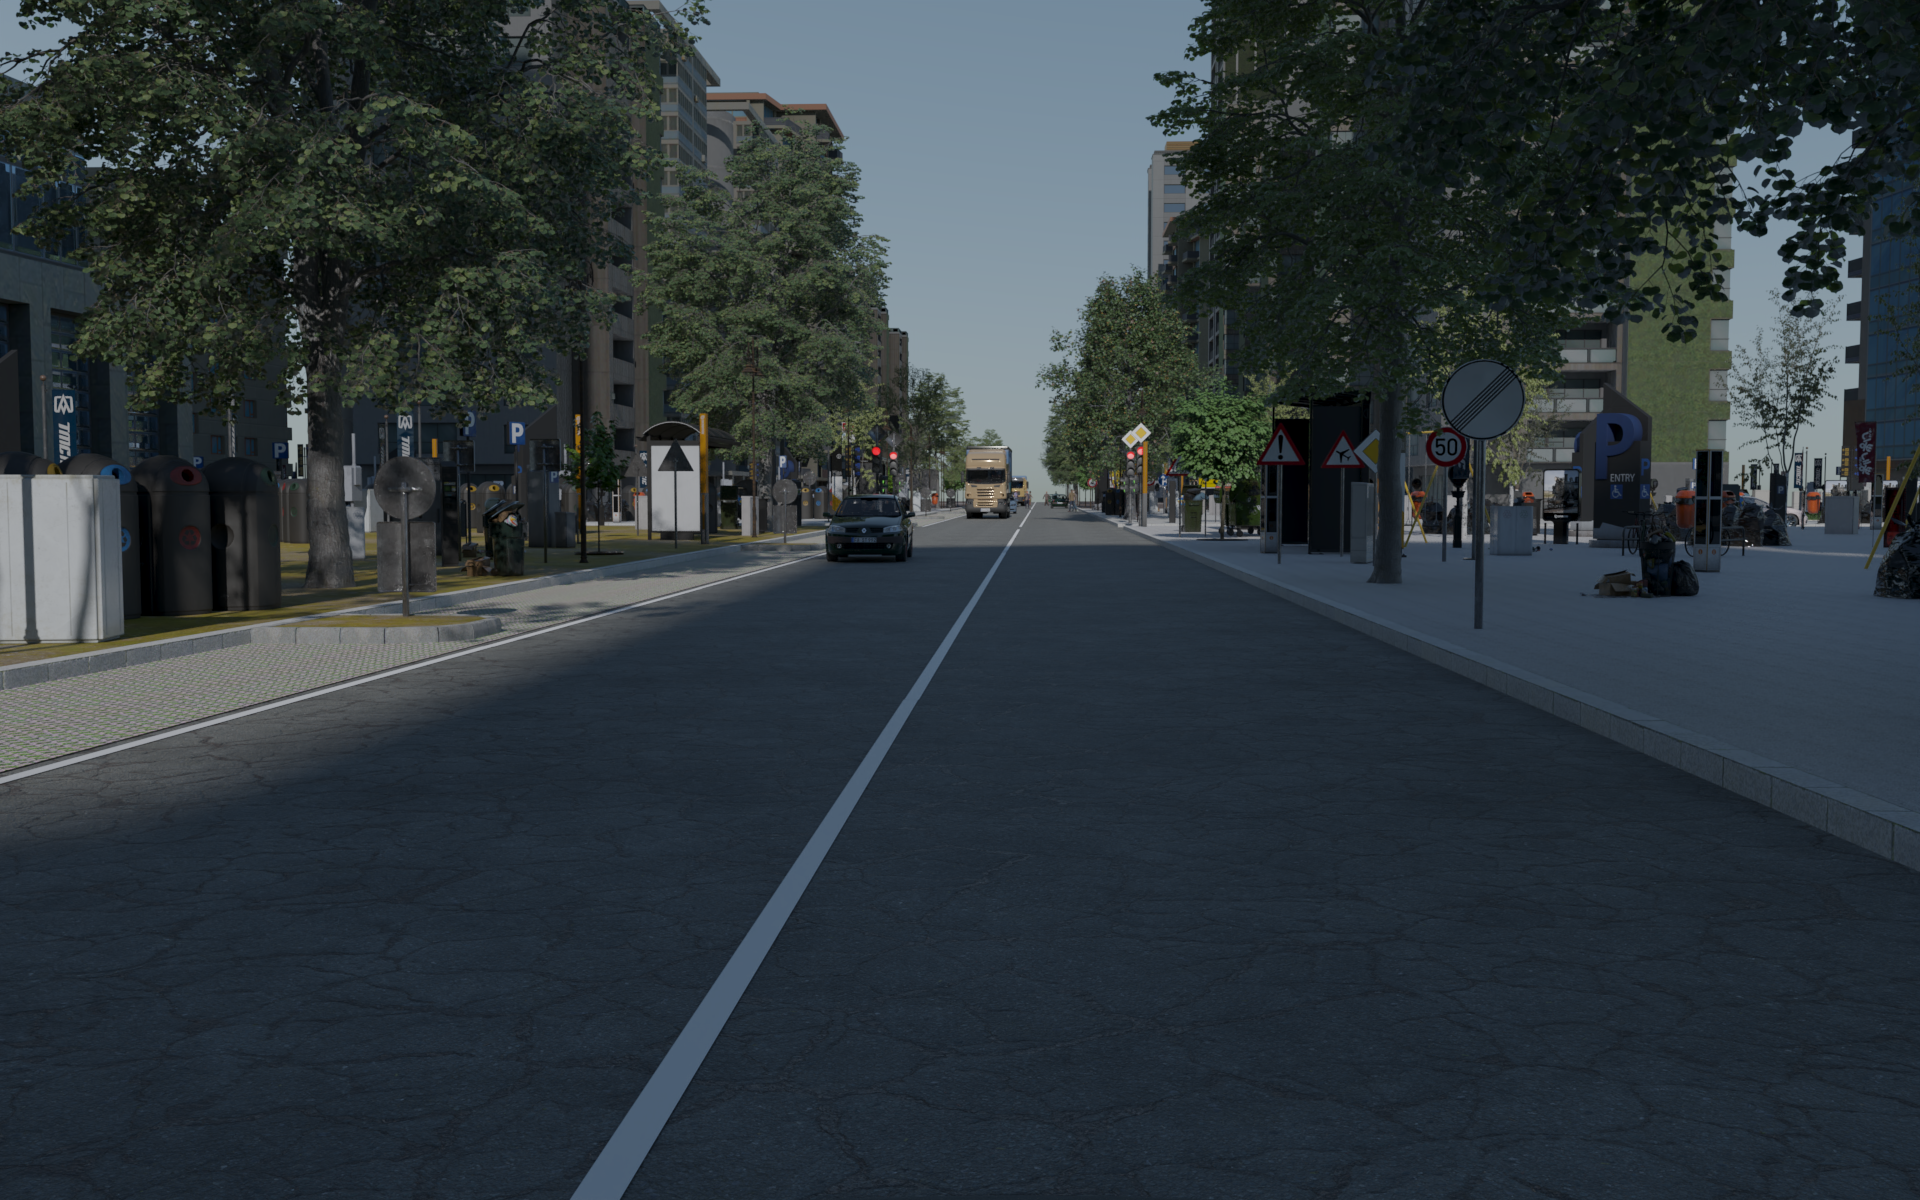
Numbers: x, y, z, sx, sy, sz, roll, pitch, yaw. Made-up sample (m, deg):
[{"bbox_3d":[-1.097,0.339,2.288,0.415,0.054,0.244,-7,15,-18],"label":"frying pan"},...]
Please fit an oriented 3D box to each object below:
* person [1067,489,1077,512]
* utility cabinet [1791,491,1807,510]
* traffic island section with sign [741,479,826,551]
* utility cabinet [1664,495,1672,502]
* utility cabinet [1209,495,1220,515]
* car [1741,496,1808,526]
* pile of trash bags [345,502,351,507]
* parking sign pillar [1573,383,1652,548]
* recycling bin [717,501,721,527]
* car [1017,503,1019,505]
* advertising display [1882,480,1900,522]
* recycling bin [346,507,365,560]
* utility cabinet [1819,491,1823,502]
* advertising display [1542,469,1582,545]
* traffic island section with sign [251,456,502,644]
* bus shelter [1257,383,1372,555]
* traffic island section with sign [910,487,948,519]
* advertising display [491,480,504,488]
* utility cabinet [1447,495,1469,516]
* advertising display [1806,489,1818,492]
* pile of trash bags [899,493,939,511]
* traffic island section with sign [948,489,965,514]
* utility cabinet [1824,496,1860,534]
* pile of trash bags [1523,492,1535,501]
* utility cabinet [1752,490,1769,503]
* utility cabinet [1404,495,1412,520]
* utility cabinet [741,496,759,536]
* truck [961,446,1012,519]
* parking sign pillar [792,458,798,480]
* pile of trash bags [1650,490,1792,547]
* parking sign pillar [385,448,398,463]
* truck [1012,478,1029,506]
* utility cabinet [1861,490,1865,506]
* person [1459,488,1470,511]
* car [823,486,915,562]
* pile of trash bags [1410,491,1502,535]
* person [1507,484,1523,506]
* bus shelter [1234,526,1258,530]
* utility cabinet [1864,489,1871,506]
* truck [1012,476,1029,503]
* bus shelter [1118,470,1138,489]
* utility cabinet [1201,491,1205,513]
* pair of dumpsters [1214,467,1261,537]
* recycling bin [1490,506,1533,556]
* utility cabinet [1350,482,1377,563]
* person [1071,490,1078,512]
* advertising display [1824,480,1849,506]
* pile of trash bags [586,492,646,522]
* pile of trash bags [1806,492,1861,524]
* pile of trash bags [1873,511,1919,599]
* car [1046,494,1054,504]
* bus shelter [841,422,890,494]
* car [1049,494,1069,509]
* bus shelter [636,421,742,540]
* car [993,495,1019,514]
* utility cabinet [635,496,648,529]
[{"bbox_3d":[9.101,-8.052,140.063,0.836,1.842,0.656,2,4,32],"label":"person"},{"bbox_3d":[69.548,-8.250,143.563,1.173,1.500,0.318,-1,4,-12],"label":"utility cabinet"},{"bbox_3d":[-4.483,-2.183,44.321,1.989,1.847,2.006,0,4,3],"label":"traffic island section with sign"},{"bbox_3d":[47.573,-6.494,117.333,0.306,1.237,1.020,-1,4,-12],"label":"utility cabinet"},{"bbox_3d":[15.609,-5.793,105.881,0.306,1.237,1.020,3,5,40],"label":"utility cabinet"},{"bbox_3d":[32.475,-3.626,71.647,4.827,1.381,2.083,0,4,4],"label":"car"},{"bbox_3d":[-23.198,-3.177,61.696,3.447,1.369,1.912,-2,4,-33],"label":"pile of trash bags"},{"bbox_3d":[15.847,-3.239,41.430,1.447,3.967,1.447,-2,4,-31],"label":"parking sign pillar"},{"bbox_3d":[-9.132,-3.377,67.774,0.722,1.027,0.722,0,3,0],"label":"recycling bin"},{"bbox_3d":[6.844,-13.287,227.465,2.015,1.641,3.980,0,4,3],"label":"car"},{"bbox_3d":[42.256,-4.507,78.911,0.123,1.923,0.974,-3,4,-38],"label":"advertising display"},{"bbox_3d":[-12.190,-1.315,34.048,0.722,1.027,0.722,3,5,44],"label":"recycling bin"},{"bbox_3d":[71.777,-8.256,143.664,1.173,1.500,0.318,-1,4,-16],"label":"utility cabinet"},{"bbox_3d":[15.385,-2.390,44.294,0.974,1.923,0.123,3,5,43],"label":"advertising display"},{"bbox_3d":[-5.738,-0.536,17.395,1.989,1.847,2.006,0,4,3],"label":"traffic island section with sign"},{"bbox_3d":[8.062,-2.967,39.786,1.731,3.624,6.357,0,4,3],"label":"bus shelter"},{"bbox_3d":[-1.900,-5.548,99.334,1.989,1.847,2.006,0,4,3],"label":"traffic island section with sign"},{"bbox_3d":[-21.608,-4.632,80.948,0.123,1.923,0.974,1,4,17],"label":"advertising display"},{"bbox_3d":[23.861,-4.394,82.998,1.020,1.237,0.306,1,4,16],"label":"utility cabinet"},{"bbox_3d":[71.904,-8.632,146.340,0.974,1.923,0.123,2,4,35],"label":"advertising display"},{"bbox_3d":[-3.416,-7.884,138.649,3.447,1.369,1.912,0,4,3],"label":"pile of trash bags"},{"bbox_3d":[-0.626,-7.226,126.777,1.989,1.847,2.006,0,4,3],"label":"traffic island section with sign"},{"bbox_3d":[28.245,-2.710,55.469,0.306,1.237,1.020,-2,4,-26],"label":"utility cabinet"},{"bbox_3d":[23.517,-4.060,76.129,3.447,1.369,1.912,0,3,0],"label":"pile of trash bags"},{"bbox_3d":[43.933,-5.267,94.787,1.173,1.500,0.318,-1,4,-11],"label":"utility cabinet"},{"bbox_3d":[21.973,-4.571,85.904,1.020,1.237,0.306,-2,4,-29],"label":"utility cabinet"},{"bbox_3d":[-6.533,-2.620,53.998,0.306,1.237,1.020,1,4,8],"label":"utility cabinet"},{"bbox_3d":[1.725,-6.979,103.026,2.839,4.237,11.283,0,4,3],"label":"truck"},{"bbox_3d":[-9.782,-6.768,99.123,1.447,3.967,1.447,-2,4,-35],"label":"parking sign pillar"},{"bbox_3d":[18.823,-2.017,42.729,3.447,1.369,1.912,-2,4,-32],"label":"pile of trash bags"},{"bbox_3d":[-28.065,-5.989,86.389,1.447,3.967,1.447,0,4,1],"label":"parking sign pillar"},{"bbox_3d":[6.502,-12.768,204.686,3.469,3.379,9.791,0,4,4],"label":"truck"},{"bbox_3d":[74.079,-8.251,143.579,0.318,1.500,1.173,-3,5,-43],"label":"utility cabinet"},{"bbox_3d":[20.993,-3.872,72.234,0.576,1.772,0.534,2,4,29],"label":"person"},{"bbox_3d":[-1.954,-1.723,37.960,2.009,1.686,4.222,0,4,1],"label":"car"},{"bbox_3d":[15.656,-2.832,56.062,1.912,1.369,3.447,-1,4,-20],"label":"pile of trash bags"},{"bbox_3d":[23.024,-3.887,71.823,0.659,1.850,0.755,1,4,14],"label":"person"},{"bbox_3d":[10.272,-4.016,59.581,2.014,3.302,5.546,0,4,3],"label":"bus shelter"},{"bbox_3d":[58.549,-6.227,110.493,1.173,1.500,0.318,1,4,20],"label":"utility cabinet"},{"bbox_3d":[8.970,-16.444,258.623,2.967,4.110,18.799,0,4,4],"label":"truck"},{"bbox_3d":[13.689,-9.911,139.680,2.179,5.291,8.768,0,4,3],"label":"bus shelter"},{"bbox_3d":[16.822,-7.083,124.484,1.173,1.500,0.318,2,4,32],"label":"utility cabinet"},{"bbox_3d":[8.828,-3.117,53.455,1.574,2.255,4.437,0,4,3],"label":"pair of dumpsters"},{"bbox_3d":[11.589,-1.460,36.417,0.722,1.027,0.722,0,4,3],"label":"recycling bin"},{"bbox_3d":[7.563,-1.449,32.371,0.318,1.500,1.173,1,4,22],"label":"utility cabinet"},{"bbox_3d":[9.349,-8.106,141.615,0.643,1.750,0.593,0,4,-1],"label":"person"},{"bbox_3d":[40.046,-4.523,79.158,0.974,1.923,0.123,3,5,44],"label":"advertising display"},{"bbox_3d":[-15.941,-4.309,80.206,3.447,1.369,1.912,2,4,28],"label":"pile of trash bags"},{"bbox_3d":[38.130,-4.002,75.181,3.447,1.369,1.912,-1,4,-21],"label":"pile of trash bags"},{"bbox_3d":[13.182,-0.691,21.049,3.447,1.369,1.912,0,4,0],"label":"pile of trash bags"},{"bbox_3d":[13.519,-14.797,253.730,2.131,1.459,4.920,0,4,2],"label":"car"},{"bbox_3d":[-5.365,-7.421,98.972,2.179,5.291,8.768,0,4,3],"label":"bus shelter"},{"bbox_3d":[9.920,-9.977,172.916,2.009,1.686,4.222,0,4,2],"label":"car"},{"bbox_3d":[-7.838,-3.472,50.687,2.014,3.302,5.546,0,4,3],"label":"bus shelter"},{"bbox_3d":[3.277,-7.030,126.942,2.014,1.417,4.499,0,4,1],"label":"car"},{"bbox_3d":[-11.313,-3.175,63.065,1.020,1.237,0.306,-1,4,-11],"label":"utility cabinet"}]
